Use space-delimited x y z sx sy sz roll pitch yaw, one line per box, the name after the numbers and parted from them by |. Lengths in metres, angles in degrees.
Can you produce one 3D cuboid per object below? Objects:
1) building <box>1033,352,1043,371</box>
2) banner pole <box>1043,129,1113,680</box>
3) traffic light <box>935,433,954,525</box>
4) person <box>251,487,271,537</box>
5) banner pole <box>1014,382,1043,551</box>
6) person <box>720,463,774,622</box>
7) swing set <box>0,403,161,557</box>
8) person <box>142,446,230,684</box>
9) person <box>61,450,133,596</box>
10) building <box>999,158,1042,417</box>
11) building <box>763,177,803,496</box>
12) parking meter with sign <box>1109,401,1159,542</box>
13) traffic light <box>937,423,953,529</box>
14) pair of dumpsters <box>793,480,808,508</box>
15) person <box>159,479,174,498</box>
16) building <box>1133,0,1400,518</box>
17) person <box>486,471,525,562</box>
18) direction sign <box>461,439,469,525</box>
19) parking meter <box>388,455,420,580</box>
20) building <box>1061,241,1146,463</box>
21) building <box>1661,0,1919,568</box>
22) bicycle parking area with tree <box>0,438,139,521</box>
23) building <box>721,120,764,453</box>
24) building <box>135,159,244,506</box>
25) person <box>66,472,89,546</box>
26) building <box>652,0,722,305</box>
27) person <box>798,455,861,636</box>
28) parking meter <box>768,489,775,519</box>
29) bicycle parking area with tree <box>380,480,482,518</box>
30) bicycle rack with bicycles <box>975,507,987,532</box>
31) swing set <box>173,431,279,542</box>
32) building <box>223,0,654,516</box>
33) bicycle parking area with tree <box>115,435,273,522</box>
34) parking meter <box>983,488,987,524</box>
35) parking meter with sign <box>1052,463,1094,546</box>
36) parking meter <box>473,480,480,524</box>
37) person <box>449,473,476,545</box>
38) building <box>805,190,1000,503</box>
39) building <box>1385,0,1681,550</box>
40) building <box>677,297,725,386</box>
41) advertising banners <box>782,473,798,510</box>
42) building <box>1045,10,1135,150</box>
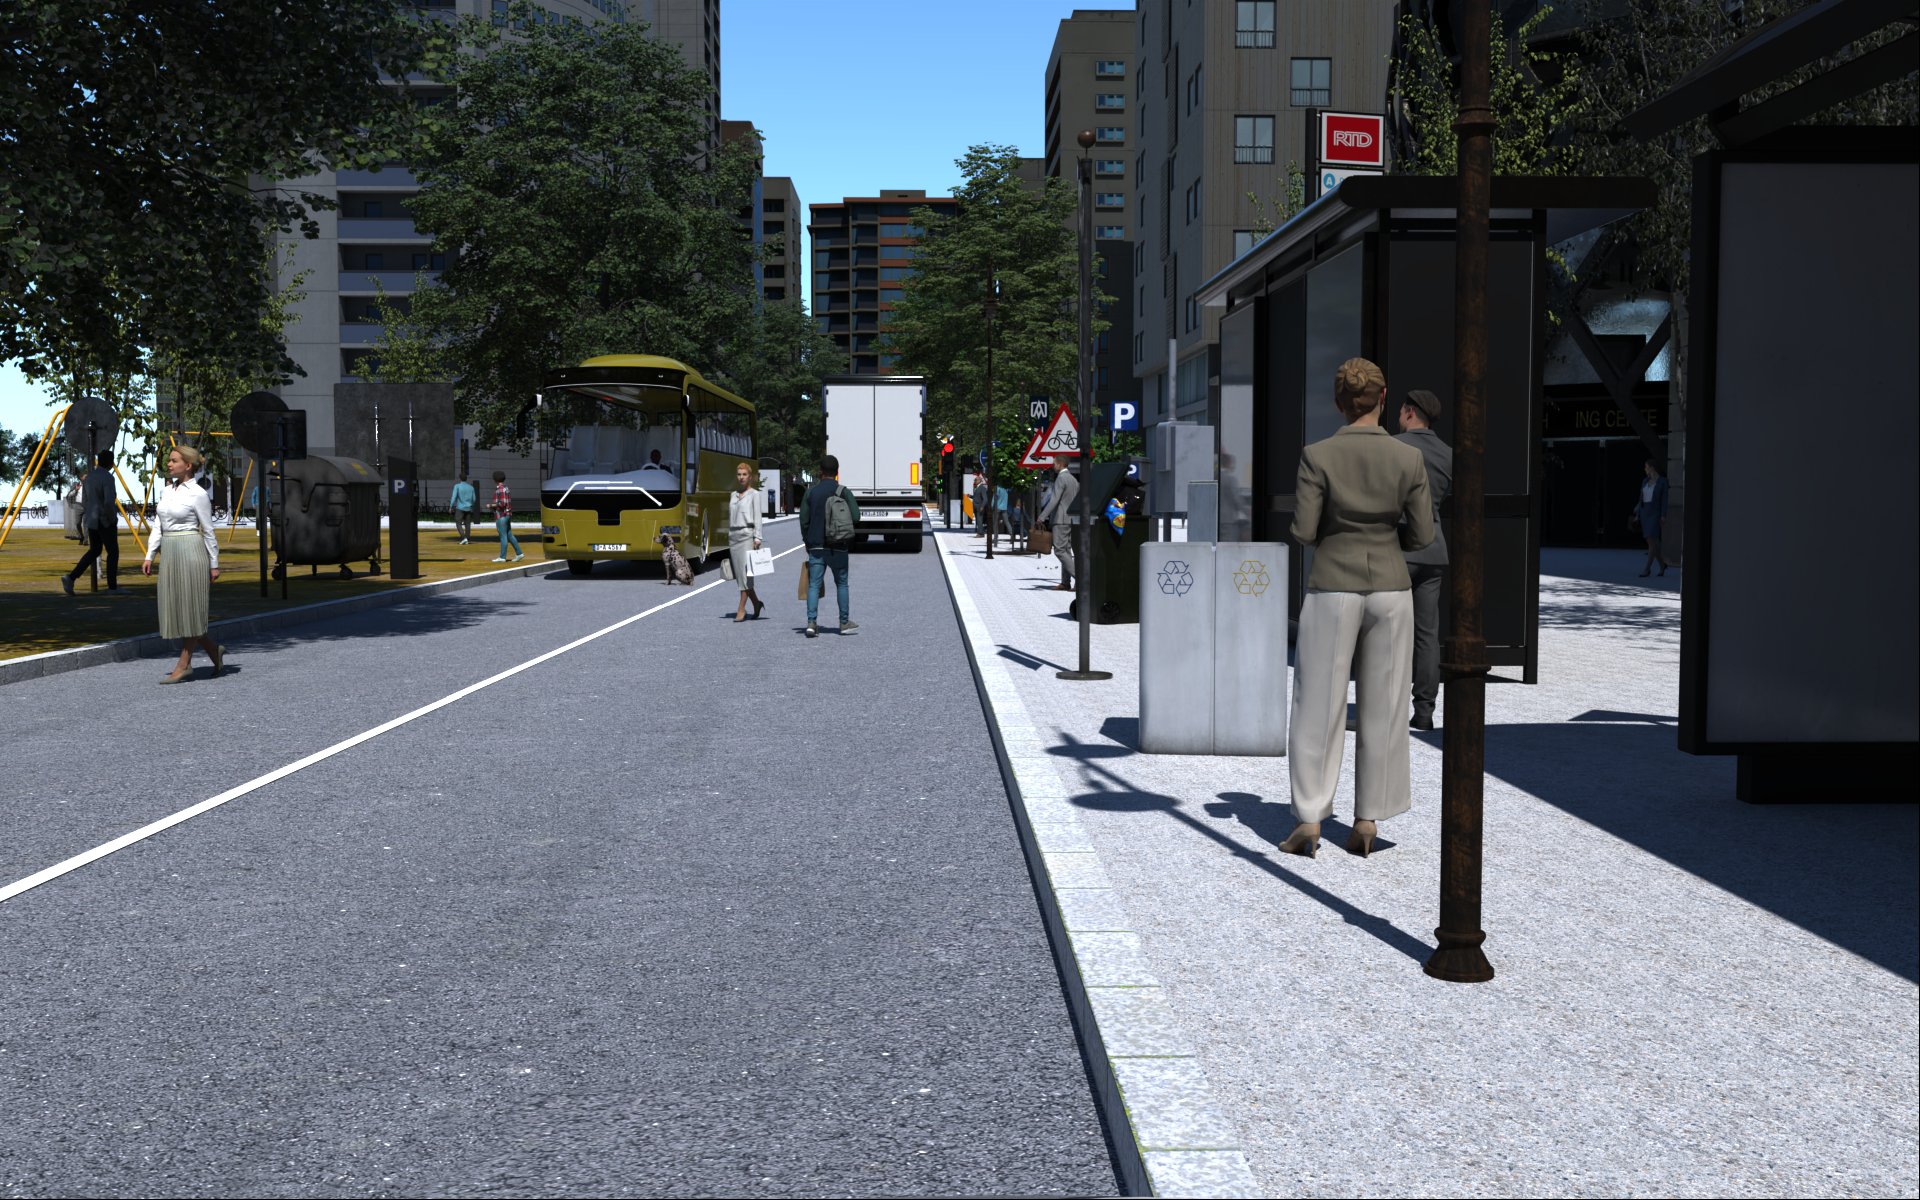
22.893 -21.624 198.587 27.650 21.520 28.899 0 4 -1 | building
0.831 -1.330 11.767 0.401 3.779 0.863 1 4 9 | banner pole
-0.622 -5.079 71.956 0.839 4.253 0.868 0 4 -1 | traffic light
-21.048 -2.802 52.202 0.601 1.785 0.444 -2 4 -33 | person
1.613 -2.983 38.794 0.863 3.779 0.401 -1 4 -11 | banner pole
-2.387 -0.657 19.594 0.624 1.780 0.694 -3 5 -41 | person
-15.885 -2.040 30.978 2.862 2.851 3.119 -2 4 -31 | swing set
-5.895 -0.278 13.272 0.478 1.798 0.641 2 4 33 | person
-10.904 -0.977 21.866 0.661 1.843 0.795 3 4 36 | person
16.297 -38.446 252.293 21.600 48.544 21.300 0 4 -1 | building
-34.183 -38.351 250.738 21.600 48.544 21.300 0 4 -1 | building
3.414 -2.272 33.416 0.543 3.016 1.738 1 4 22 | parking meter with sign
-0.441 -4.590 63.973 0.839 4.253 0.868 0 4 -1 | traffic light
-11.389 -7.260 121.191 1.574 2.255 4.437 0 4 -1 | pair of dumpsters
-27.215 -3.260 59.539 0.583 1.804 0.606 -2 4 -28 | person
24.190 -30.953 95.325 27.495 52.752 28.713 0 4 -1 | building
-8.584 -1.577 32.668 0.643 1.720 0.563 0 4 -3 | person
-20.315 -4.839 71.118 0.379 3.537 0.876 0 4 3 | direction sign
-8.362 -1.244 26.059 0.399 1.863 0.255 0 4 5 | parking meter
22.768 -17.636 133.389 27.650 21.520 28.899 0 4 -1 | building
18.389 -13.504 18.051 12.463 27.353 25.104 0 4 -1 | building
-47.197 -6.073 86.288 9.016 4.147 8.231 3 5 40 | bicycle parking area with tree
-30.818 -33.872 203.920 14.200 45.320 14.600 0 4 -1 | building
-74.501 -30.747 194.596 23.993 40.220 32.217 0 4 -1 | building
-21.913 -2.267 43.211 0.679 1.850 0.850 -2 4 -24 | person
-33.927 -45.632 184.339 20.563 71.187 20.611 0 4 -1 | building
-1.366 -0.549 17.460 0.794 1.824 0.713 2 4 25 | person
-9.735 -4.962 89.546 0.372 1.533 0.369 0 3 0 | parking meter
-31.197 -6.633 95.446 9.016 4.147 8.231 2 4 34 | bicycle parking area with tree
1.609 -2.814 59.397 2.852 0.926 2.925 0 4 4 | bicycle rack with bicycles
-19.086 -2.853 44.271 2.862 2.851 3.119 2 4 29 | swing set
-32.711 -34.933 113.161 21.231 58.520 28.212 0 4 -1 | building
-35.191 -5.847 82.608 9.016 4.147 8.231 0 4 4 | bicycle parking area with tree
1.067 -3.972 73.352 0.372 1.533 0.369 0 3 0 | parking meter
2.917 -2.821 42.382 1.738 3.016 0.543 1 4 16 | parking meter with sign
-20.540 -4.151 73.579 0.255 1.863 0.399 -1 4 -12 | parking meter
-12.633 -2.326 44.091 0.620 1.820 0.660 3 5 44 | person
-8.931 -36.530 251.892 28.867 44.769 22.147 0 4 -1 | building
19.649 -10.852 44.889 16.820 18.784 16.811 0 4 -1 | building
-37.262 -19.318 160.891 27.650 21.520 28.899 0 4 -1 | building
-13.848 -8.677 138.058 2.074 3.025 0.090 1 4 19 | advertising banners
19.744 -33.507 171.537 21.300 48.544 21.600 0 4 -1 | building
